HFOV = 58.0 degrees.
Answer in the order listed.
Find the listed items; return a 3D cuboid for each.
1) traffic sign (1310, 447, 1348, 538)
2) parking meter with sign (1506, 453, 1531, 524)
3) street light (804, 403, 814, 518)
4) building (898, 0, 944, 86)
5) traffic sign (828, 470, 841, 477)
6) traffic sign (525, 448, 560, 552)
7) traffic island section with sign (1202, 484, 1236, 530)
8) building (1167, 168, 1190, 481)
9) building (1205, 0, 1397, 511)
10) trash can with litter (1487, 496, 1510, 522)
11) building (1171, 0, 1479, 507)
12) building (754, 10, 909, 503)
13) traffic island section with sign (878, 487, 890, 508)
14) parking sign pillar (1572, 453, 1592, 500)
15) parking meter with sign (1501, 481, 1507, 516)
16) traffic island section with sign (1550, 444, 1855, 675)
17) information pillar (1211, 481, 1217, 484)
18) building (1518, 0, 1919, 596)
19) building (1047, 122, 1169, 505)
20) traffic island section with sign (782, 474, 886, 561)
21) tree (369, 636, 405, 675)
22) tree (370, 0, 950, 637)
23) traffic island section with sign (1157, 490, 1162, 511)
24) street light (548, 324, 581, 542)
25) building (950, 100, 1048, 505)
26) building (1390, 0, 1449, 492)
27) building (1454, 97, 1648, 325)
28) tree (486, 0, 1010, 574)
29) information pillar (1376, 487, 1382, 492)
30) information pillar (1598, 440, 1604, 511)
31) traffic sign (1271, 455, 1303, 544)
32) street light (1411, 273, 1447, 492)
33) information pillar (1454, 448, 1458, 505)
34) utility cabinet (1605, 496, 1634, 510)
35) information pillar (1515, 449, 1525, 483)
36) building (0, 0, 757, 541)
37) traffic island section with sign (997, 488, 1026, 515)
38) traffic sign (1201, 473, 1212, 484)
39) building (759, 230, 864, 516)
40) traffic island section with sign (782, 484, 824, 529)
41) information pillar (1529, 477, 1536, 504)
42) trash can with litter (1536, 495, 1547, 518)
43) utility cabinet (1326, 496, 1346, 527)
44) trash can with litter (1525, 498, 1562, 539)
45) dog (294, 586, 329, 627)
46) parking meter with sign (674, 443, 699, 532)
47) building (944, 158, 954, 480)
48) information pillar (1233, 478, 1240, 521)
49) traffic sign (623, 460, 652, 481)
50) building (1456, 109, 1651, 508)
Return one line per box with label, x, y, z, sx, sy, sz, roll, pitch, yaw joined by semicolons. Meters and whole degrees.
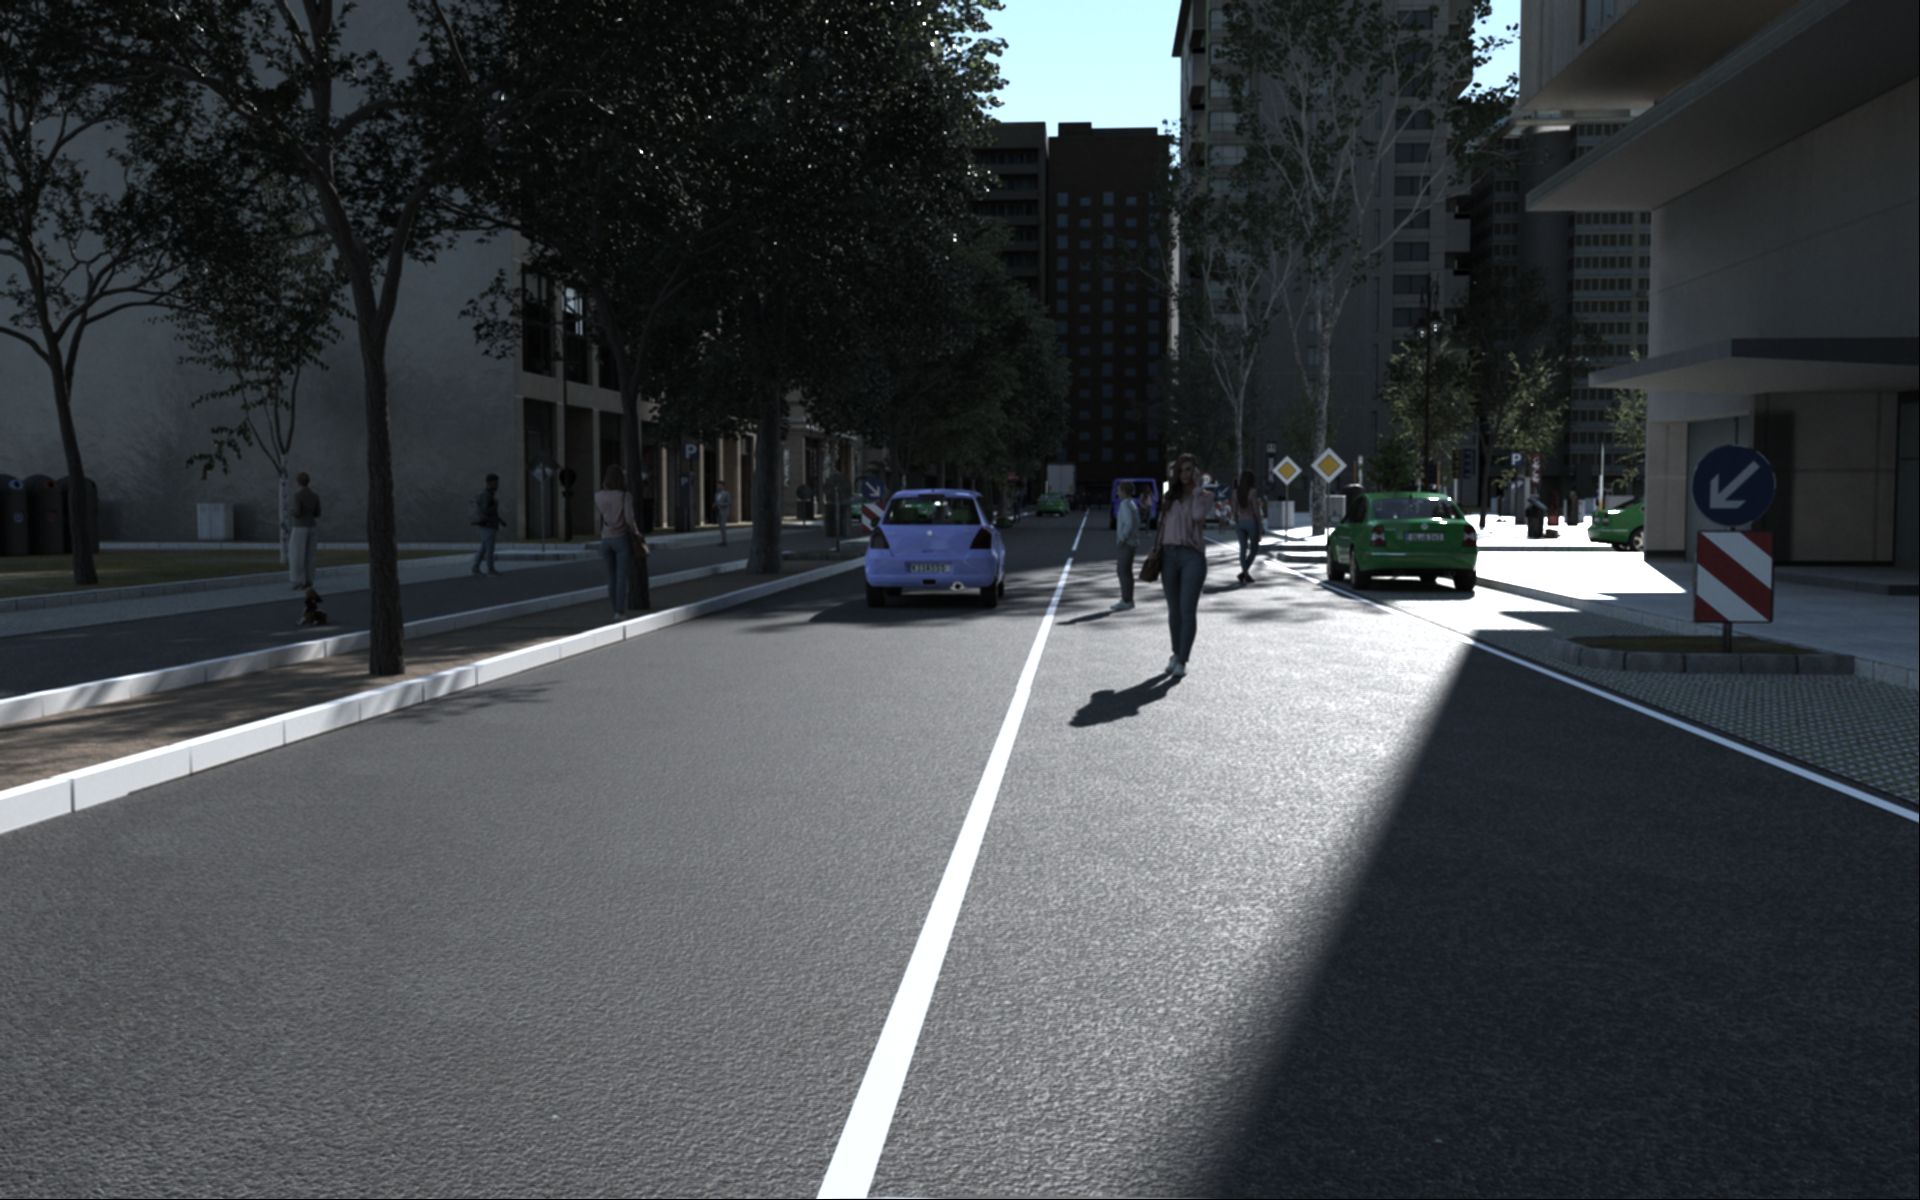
traffic sign;7.839;-2.033;36.879;0.795;2.450;0.064;0;4;4
parking meter with sign;24.018;-4.744;73.822;0.543;3.016;1.738;3;4;39
street light;-7.435;-6.962;86.610;0.468;5.910;1.993;0;4;4
building;-13.038;-32.958;162.572;21.300;48.544;21.600;0;4;4
traffic sign;-6.691;-5.680;92.967;0.768;2.556;0.104;0;4;5
traffic sign;-9.203;-2.114;38.211;0.795;2.450;0.064;0;4;4
traffic island section with sign;10.383;-3.719;69.441;1.989;1.847;2.006;0;4;4
building;32.321;-32.185;209.815;14.086;41.232;14.154;0;4;4
building;26.366;-27.782;137.837;14.154;41.232;14.086;0;4;4
trash can with litter;24.782;-4.207;79.841;1.678;1.210;2.233;1;4;19
building;36.725;-36.061;178.833;28.713;52.752;27.495;0;4;4
building;-16.193;-31.628;136.733;23.786;49.044;30.456;0;4;4
traffic island section with sign;-4.291;-5.455;97.813;1.989;1.847;2.006;0;4;4
parking sign pillar;41.254;-7.734;114.925;1.447;3.967;1.447;-1;4;-20
parking meter with sign;32.333;-6.455;101.804;0.543;3.016;1.738;-1;4;-19
traffic island section with sign;6.144;-0.369;14.657;1.989;1.847;2.006;0;4;4
information pillar;14.066;-5.597;95.999;0.304;2.012;0.304;2;4;26
building;23.111;-26.246;18.354;28.713;52.752;27.495;0;4;4
building;17.995;-34.336;211.500;14.200;45.320;14.600;0;4;4
traffic island section with sign;-2.775;-1.827;38.013;2.006;1.907;1.989;0;4;4
tree;-4.488;-4.702;13.753;8.767;10.594;7.601;0;4;4
tree;-3.917;-5.171;21.419;8.767;10.594;7.601;0;4;4
traffic island section with sign;16.323;-8.425;146.369;1.989;1.847;2.006;0;4;4
street light;-10.585;-4.508;46.498;0.468;5.910;1.993;0;4;4
building;0.419;-36.243;216.274;21.600;48.544;21.300;0;4;4
building;30.944;-43.787;154.169;20.563;71.187;20.611;0;4;4
building;69.049;-36.202;211.512;30.456;49.044;23.786;0;4;4
tree;-3.506;-7.442;30.788;9.857;13.997;8.962;0;3;0
information pillar;24.416;-5.901;100.970;0.304;2.012;0.304;1;4;11
information pillar;27.945;-5.147;75.515;0.183;3.616;0.504;2;4;30
traffic sign;8.455;-2.520;44.840;0.795;2.450;0.064;0;4;4
street light;9.803;-3.886;36.326;0.468;5.910;1.993;0;4;4
information pillar;25.394;-5.957;88.752;0.183;3.616;0.504;0;4;8
utility cabinet;25.484;-3.413;66.963;1.020;1.237;0.306;0;4;1
information pillar;29.196;-6.051;90.293;0.504;3.616;0.183;-1;4;-11
building;-20.394;-15.888;64.286;19.350;26.468;34.151;0;4;4
traffic island section with sign;3.585;-6.861;120.314;2.006;1.907;1.989;0;4;4
traffic sign;14.733;-6.353;103.977;0.768;2.556;0.104;1;4;8
building;-13.307;-15.313;101.271;10.553;20.767;40.483;0;4;4
traffic island section with sign;-6.385;-3.799;70.741;1.989;1.847;2.006;0;4;4
information pillar;25.059;-4.374;76.000;0.304;2.012;0.304;0;4;-6
trash can with litter;31.978;-5.135;95.006;2.233;1.210;1.678;1;4;16
utility cabinet;14.374;-3.412;66.947;1.020;1.237;0.306;3;4;36
trash can with litter;16.834;-2.357;49.916;0.624;1.170;1.055;-3;5;-41
dog;-7.202;0.068;19.079;0.550;0.427;0.748;1;4;10
parking meter with sign;-9.304;-3.827;58.825;0.543;3.016;1.738;0;4;4
building;-7.751;-30.938;189.428;14.086;41.232;14.154;0;4;4
information pillar;13.041;-4.706;81.430;0.304;2.012;0.304;3;5;44
traffic sign;-8.587;-2.601;46.172;0.795;2.450;0.064;0;4;4
building;63.046;-29.512;174.410;23.993;40.220;32.217;0;4;4
